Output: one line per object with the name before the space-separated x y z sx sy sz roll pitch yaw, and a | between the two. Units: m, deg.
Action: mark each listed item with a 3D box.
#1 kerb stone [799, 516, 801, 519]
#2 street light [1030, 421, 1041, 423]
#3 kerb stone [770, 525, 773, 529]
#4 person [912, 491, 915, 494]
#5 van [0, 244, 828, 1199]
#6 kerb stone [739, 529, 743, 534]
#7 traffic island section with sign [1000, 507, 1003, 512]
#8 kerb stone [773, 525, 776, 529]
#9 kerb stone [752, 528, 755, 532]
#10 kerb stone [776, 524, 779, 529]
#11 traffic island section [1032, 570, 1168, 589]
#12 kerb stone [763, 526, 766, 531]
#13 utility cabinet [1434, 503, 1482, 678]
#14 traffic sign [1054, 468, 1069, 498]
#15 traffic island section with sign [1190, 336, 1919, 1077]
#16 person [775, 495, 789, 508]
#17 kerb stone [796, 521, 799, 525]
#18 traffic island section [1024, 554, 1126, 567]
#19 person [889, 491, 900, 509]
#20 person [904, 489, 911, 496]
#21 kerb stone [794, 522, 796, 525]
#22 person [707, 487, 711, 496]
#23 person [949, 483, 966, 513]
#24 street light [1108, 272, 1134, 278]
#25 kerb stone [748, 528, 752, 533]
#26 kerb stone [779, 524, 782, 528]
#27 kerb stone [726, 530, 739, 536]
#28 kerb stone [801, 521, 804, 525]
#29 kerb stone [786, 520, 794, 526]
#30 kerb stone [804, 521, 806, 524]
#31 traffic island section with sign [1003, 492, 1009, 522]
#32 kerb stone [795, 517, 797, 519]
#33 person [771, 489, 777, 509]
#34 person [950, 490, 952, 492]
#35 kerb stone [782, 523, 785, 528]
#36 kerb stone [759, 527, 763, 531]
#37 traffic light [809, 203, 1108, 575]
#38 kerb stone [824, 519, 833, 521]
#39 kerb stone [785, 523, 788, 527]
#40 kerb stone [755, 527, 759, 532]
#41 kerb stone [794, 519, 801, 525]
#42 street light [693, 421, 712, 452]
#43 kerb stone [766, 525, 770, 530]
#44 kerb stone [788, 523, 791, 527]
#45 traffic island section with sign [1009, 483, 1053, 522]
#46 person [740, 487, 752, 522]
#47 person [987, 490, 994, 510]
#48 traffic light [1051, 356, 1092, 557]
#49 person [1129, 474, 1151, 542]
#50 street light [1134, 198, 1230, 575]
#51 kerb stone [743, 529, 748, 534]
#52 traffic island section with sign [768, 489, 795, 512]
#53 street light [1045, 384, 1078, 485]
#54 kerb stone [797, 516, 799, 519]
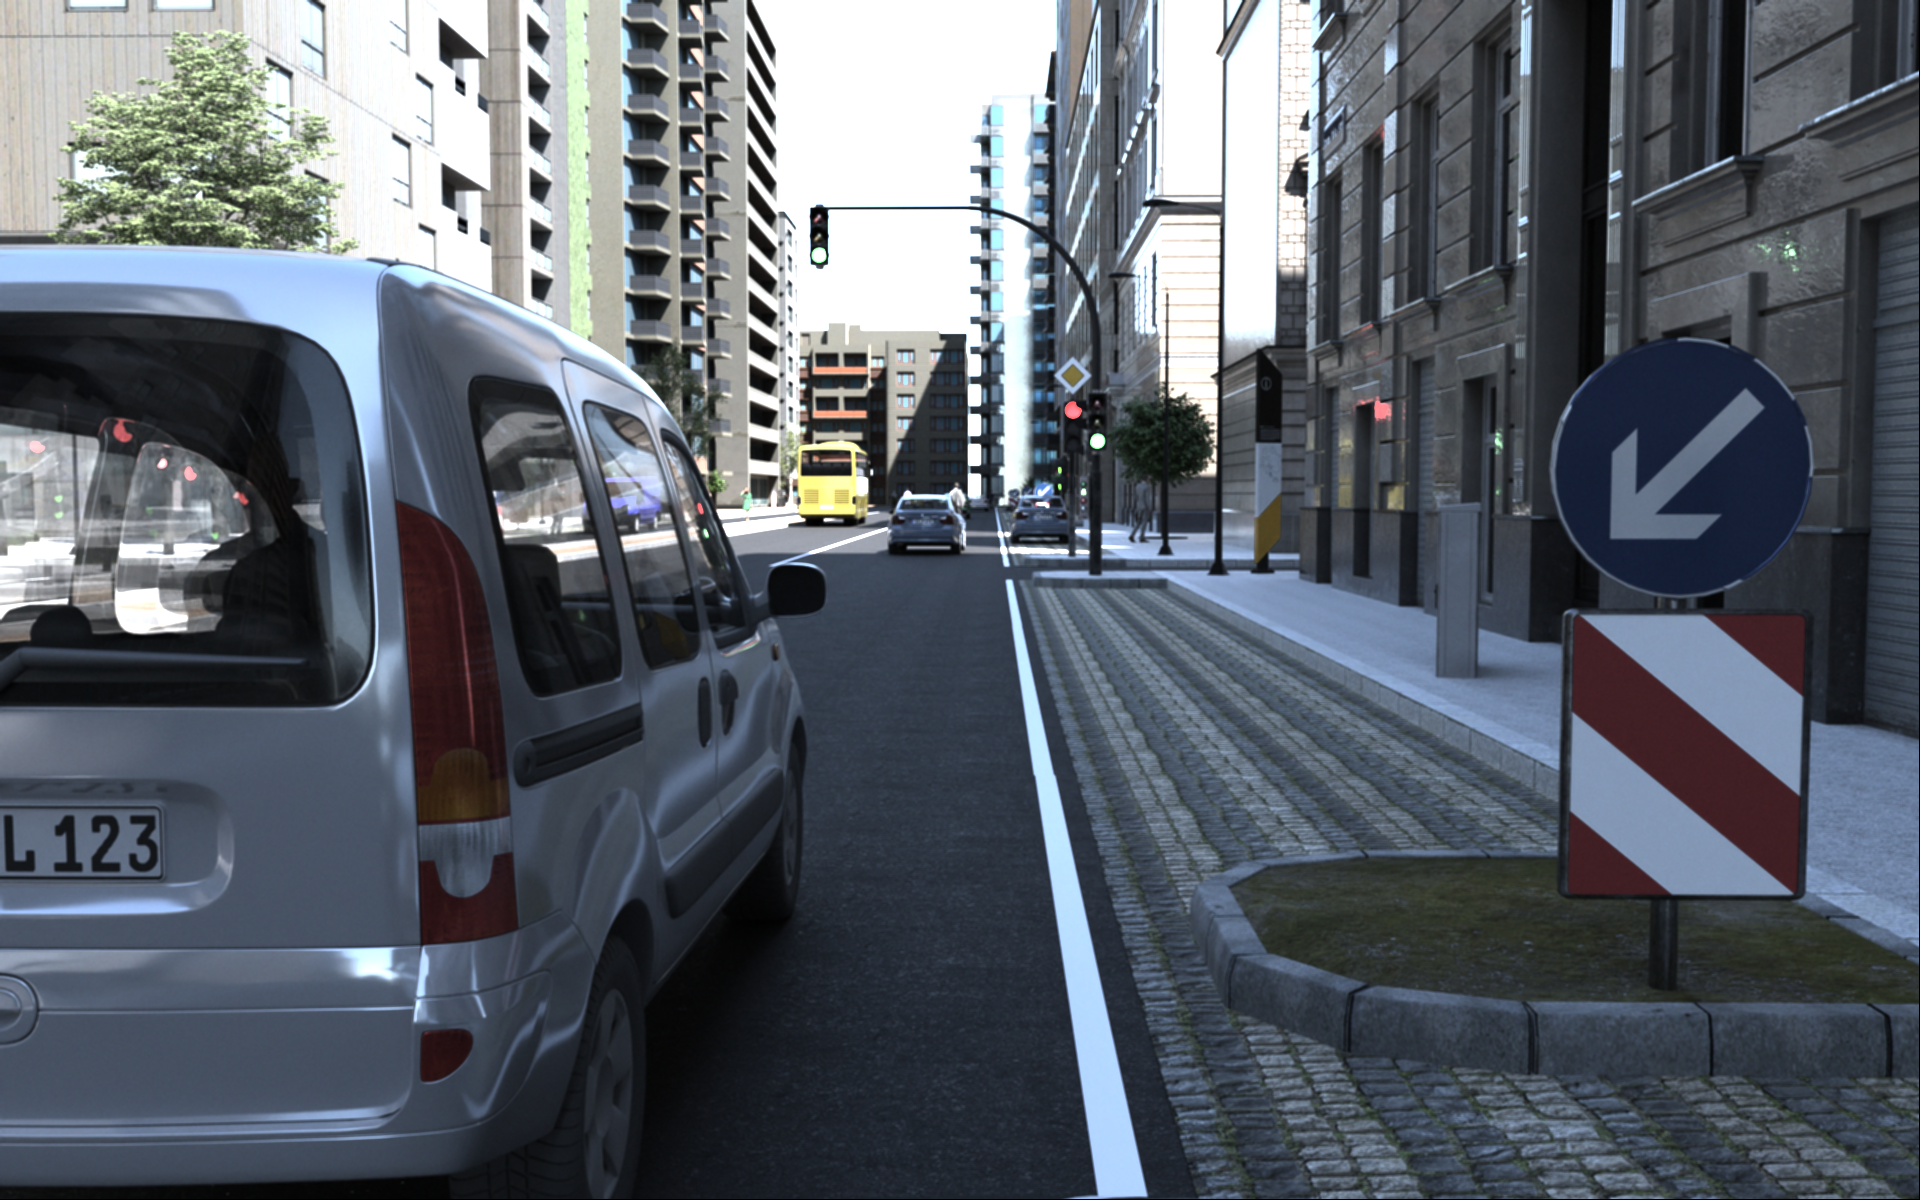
kerb stone | -9.295 -4.655 98.305 0.120 0.150 1.000 0 4 1
street light | 5.189 -8.438 110.505 1.470 5.913 1.316 0 4 1
kerb stone | -7.748 -2.899 69.593 0.120 0.150 1.000 0 4 1
person | -5.038 -10.882 186.434 1.348 1.822 0.705 0 4 0
van | -1.415 0.148 4.587 2.013 2.044 4.112 0 4 2
kerb stone | -7.905 -2.396 61.382 0.120 0.150 1.000 0 4 1
traffic island section with sign | 4.280 -7.867 137.250 1.989 1.847 2.006 0 4 1
kerb stone | -7.719 -2.961 70.615 0.120 0.150 1.000 0 4 1
kerb stone | -7.836 -2.585 64.467 0.120 0.150 1.000 0 4 1
kerb stone | -7.704 -3.024 71.637 0.120 0.150 1.000 0 4 1
traffic island section | 2.165 -0.321 27.530 2.009 0.180 2.903 0 4 1
kerb stone | -7.786 -2.773 67.541 0.120 0.150 1.000 0 4 1
utility cabinet | 3.592 -0.084 12.536 0.306 1.237 1.020 1 4 15
traffic sign | 4.922 -5.133 84.023 0.768 2.556 0.104 1 4 10
traffic island section with sign | 1.740 0.211 5.177 1.989 1.847 2.006 0 4 1
person | -16.186 -9.217 157.453 1.217 1.735 0.721 -1 4 -11
kerb stone | -7.573 -3.463 78.810 0.120 0.150 1.000 0 4 1
traffic island section | 2.318 -0.809 35.514 2.009 0.180 2.903 0 4 1
person | -6.460 -9.863 170.496 1.217 1.736 0.721 1 4 10
person | -3.902 -7.332 128.244 0.709 1.838 0.599 -1 4 -14
kerb stone | -7.587 -3.399 77.787 0.120 0.150 1.000 0 4 1
person | -12.126 -4.538 83.279 0.593 1.750 0.643 1 4 18
person | -0.097 -3.218 61.215 0.679 1.850 0.850 2 4 28
street light | 3.795 -3.904 36.375 1.470 5.913 1.316 0 4 1
kerb stone | -7.855 -2.522 63.428 0.120 0.150 1.000 0 4 1
kerb stone | -7.685 -3.087 72.663 0.120 0.150 1.000 0 4 1
kerb stone | -7.916 -2.334 60.356 0.120 0.150 1.000 0 4 1
kerb stone | -7.528 -3.588 80.857 0.120 0.150 1.000 0 4 1
kerb stone | -7.602 -3.338 76.764 0.120 0.150 1.000 0 4 1
kerb stone | -7.504 -3.651 81.887 0.120 0.150 1.000 0 4 1
traffic island section with sign | 3.339 -4.871 88.262 1.989 1.847 2.006 0 4 1
kerb stone | -9.338 -4.528 96.254 0.120 0.150 1.000 0 4 1
person | -16.091 -8.752 149.804 0.551 1.740 0.621 2 4 25
person | -0.713 -7.065 124.717 0.721 1.736 1.217 -1 4 -16
kerb stone | -7.663 -3.143 73.685 0.120 0.150 1.000 0 4 1
kerb stone | -7.807 -2.710 66.519 0.120 0.150 1.000 0 4 1
traffic light | 0.032 -3.220 27.316 4.771 5.953 1.251 0 4 1
kerb stone | -7.248 -4.466 95.231 0.120 0.150 1.000 0 4 1
kerb stone | -7.645 -3.211 74.716 0.120 0.150 1.000 0 4 1
kerb stone | -7.826 -2.646 65.494 0.120 0.150 1.000 0 4 1
kerb stone | -7.545 -3.520 79.832 0.120 0.150 1.000 0 4 1
street light | -16.409 -8.424 110.280 1.470 5.913 1.316 0 4 1
kerb stone | -7.764 -2.832 68.563 0.120 0.150 1.000 0 4 1
kerb stone | -7.622 -3.272 75.742 0.120 0.150 1.000 0 4 1
traffic island section with sign | 2.810 -3.185 60.708 1.989 1.847 2.006 0 4 1
person | -10.890 -4.886 88.625 0.600 1.795 0.529 1 4 15
person | 2.628 -8.859 153.787 0.683 1.767 0.568 -1 4 -14
traffic light | 2.278 -2.843 35.401 0.839 4.253 0.868 0 4 1
person | 4.881 -2.441 46.082 0.853 1.813 0.709 -3 5 -40
street light | 3.568 -3.354 27.376 1.470 5.913 1.316 0 4 1
kerb stone | -7.879 -2.458 62.404 0.120 0.150 1.000 0 4 1
traffic island section with sign | -14.129 -7.889 137.611 1.989 1.847 2.006 0 4 1
street light | 4.426 -6.171 73.442 1.470 5.913 1.316 0 4 1
kerb stone | -9.309 -4.592 97.282 0.120 0.150 1.000 0 4 1
